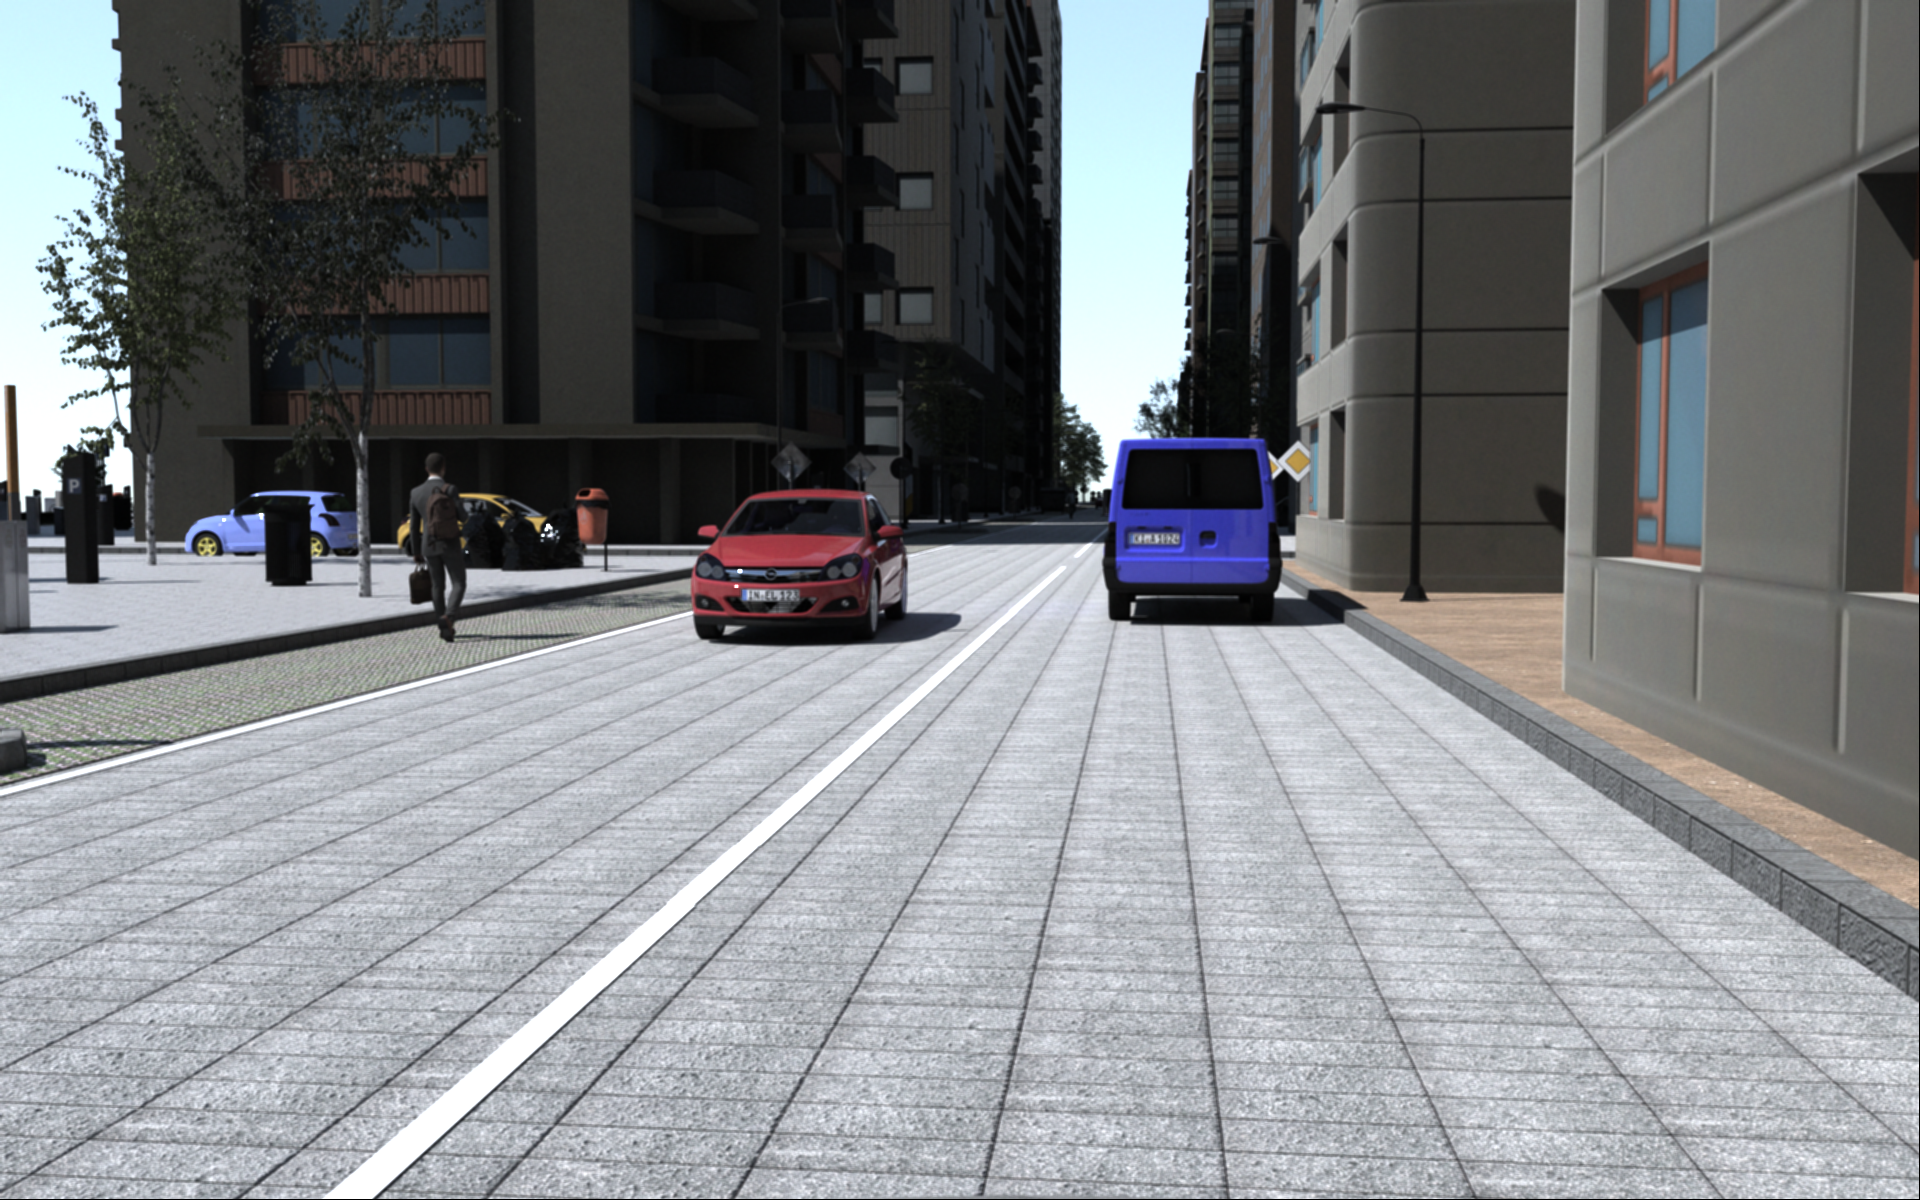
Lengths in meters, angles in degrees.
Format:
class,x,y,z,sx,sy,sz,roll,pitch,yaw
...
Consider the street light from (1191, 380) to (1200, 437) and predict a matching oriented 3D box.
class,x,y,z,sx,sy,sz,roll,pitch,yaw
street light,10.268,-5.988,70.448,1.470,5.913,1.316,0,4,6

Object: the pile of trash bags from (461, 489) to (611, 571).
class,x,y,z,sx,sy,sz,roll,pitch,yaw
pile of trash bags,-7.103,-1.211,29.558,3.447,1.369,1.912,3,5,41

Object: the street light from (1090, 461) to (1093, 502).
class,x,y,z,sx,sy,sz,roll,pitch,yaw
street light,16.832,-15.956,233.421,1.470,5.913,1.316,0,4,6

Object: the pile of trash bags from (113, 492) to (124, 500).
class,x,y,z,sx,sy,sz,roll,pitch,yaw
pile of trash bags,-43.421,-5.055,92.408,3.447,1.369,1.912,-3,5,-44

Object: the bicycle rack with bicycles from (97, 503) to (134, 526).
class,x,y,z,sx,sy,sz,roll,pitch,yaw
bicycle rack with bicycles,-34.182,-3.485,70.367,2.925,0.926,2.852,-1,4,-17

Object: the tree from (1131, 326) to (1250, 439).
class,x,y,z,sx,sy,sz,roll,pitch,yaw
tree,13.742,-9.946,97.021,8.767,10.594,7.601,0,4,7

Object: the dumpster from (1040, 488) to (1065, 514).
class,x,y,z,sx,sy,sz,roll,pitch,yaw
dumpster,6.609,-7.043,123.367,1.865,1.857,1.264,0,4,5

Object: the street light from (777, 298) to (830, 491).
class,x,y,z,sx,sy,sz,roll,pitch,yaw
street light,-3.773,-4.202,41.248,1.470,5.913,1.316,0,4,6

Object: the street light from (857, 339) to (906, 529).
class,x,y,z,sx,sy,sz,roll,pitch,yaw
street light,-2.519,-4.873,52.216,1.470,5.913,1.316,0,4,6

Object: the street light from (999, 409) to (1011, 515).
class,x,y,z,sx,sy,sz,roll,pitch,yaw
street light,1.974,-7.491,95.012,1.470,5.913,1.316,0,4,6

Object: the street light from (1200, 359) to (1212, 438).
class,x,y,z,sx,sy,sz,roll,pitch,yaw
street light,9.118,-5.332,59.725,1.470,5.913,1.316,0,4,6

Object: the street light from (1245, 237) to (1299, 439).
class,x,y,z,sx,sy,sz,roll,pitch,yaw
street light,5.985,-3.600,31.394,1.470,5.913,1.316,0,4,6

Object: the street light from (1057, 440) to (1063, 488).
class,x,y,z,sx,sy,sz,roll,pitch,yaw
street light,7.897,-10.857,150.058,1.470,5.913,1.316,0,4,6

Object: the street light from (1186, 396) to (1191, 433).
class,x,y,z,sx,sy,sz,roll,pitch,yaw
street light,11.530,-6.694,81.993,1.470,5.913,1.316,0,4,6

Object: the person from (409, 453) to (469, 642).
class,x,y,z,sx,sy,sz,roll,pitch,yaw
person,-5.083,-0.516,16.899,0.622,1.834,0.822,0,4,1

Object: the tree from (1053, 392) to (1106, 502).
class,x,y,z,sx,sy,sz,roll,pitch,yaw
tree,10.525,-16.798,192.766,7.486,12.596,7.792,0,3,0

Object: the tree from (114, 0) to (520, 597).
class,x,y,z,sx,sy,sz,roll,pitch,yaw
tree,-7.664,-4.340,21.317,4.360,8.622,3.978,0,3,0

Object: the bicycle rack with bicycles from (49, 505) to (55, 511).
class,x,y,z,sx,sy,sz,roll,pitch,yaw
bicycle rack with bicycles,-55.135,-5.812,108.401,2.925,0.926,2.852,-1,4,-16

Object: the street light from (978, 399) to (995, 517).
class,x,y,z,sx,sy,sz,roll,pitch,yaw
street light,0.901,-6.836,84.314,1.470,5.913,1.316,0,4,6

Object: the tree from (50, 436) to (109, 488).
class,x,y,z,sx,sy,sz,roll,pitch,yaw
tree,-29.345,-3.883,58.095,1.663,3.219,1.824,0,3,0

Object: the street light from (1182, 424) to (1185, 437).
class,x,y,z,sx,sy,sz,roll,pitch,yaw
street light,12.758,-7.348,92.675,1.470,5.913,1.316,0,4,6

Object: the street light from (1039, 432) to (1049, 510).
class,x,y,z,sx,sy,sz,roll,pitch,yaw
street light,5.654,-9.549,128.672,1.470,5.913,1.316,0,4,6

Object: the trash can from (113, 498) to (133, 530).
class,x,y,z,sx,sy,sz,roll,pitch,yaw
trash can,-30.001,-3.079,61.999,0.748,1.137,0.748,0,3,0

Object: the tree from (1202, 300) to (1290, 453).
class,x,y,z,sx,sy,sz,roll,pitch,yaw
tree,11.155,-7.114,66.682,4.737,8.622,4.395,0,3,0

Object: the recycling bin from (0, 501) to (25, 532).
class,x,y,z,sx,sy,sz,roll,pitch,yaw
recycling bin,-34.565,-3.072,62.777,0.722,1.027,0.722,0,4,0

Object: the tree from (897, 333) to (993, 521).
class,x,y,z,sx,sy,sz,roll,pitch,yaw
tree,-0.871,-7.836,78.488,4.737,8.622,4.395,0,3,0

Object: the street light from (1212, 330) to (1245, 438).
class,x,y,z,sx,sy,sz,roll,pitch,yaw
street light,7.948,-4.679,49.037,1.470,5.913,1.316,0,4,6

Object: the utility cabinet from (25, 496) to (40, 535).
class,x,y,z,sx,sy,sz,roll,pitch,yaw
utility cabinet,-29.582,-2.698,55.280,0.306,1.237,1.020,-1,4,-22

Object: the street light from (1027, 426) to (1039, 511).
class,x,y,z,sx,sy,sz,roll,pitch,yaw
street light,4.433,-8.883,117.776,1.470,5.913,1.316,0,4,6

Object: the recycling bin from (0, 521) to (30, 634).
class,x,y,z,sx,sy,sz,roll,pitch,yaw
recycling bin,-9.164,-0.218,16.113,0.722,1.027,0.722,-1,4,-10

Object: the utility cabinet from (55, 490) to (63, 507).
class,x,y,z,sx,sy,sz,roll,pitch,yaw
utility cabinet,-54.569,-5.914,105.375,0.318,1.500,1.173,0,4,1

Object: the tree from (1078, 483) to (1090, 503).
class,x,y,z,sx,sy,sz,roll,pitch,yaw
tree,18.913,-16.391,262.596,1.663,3.219,1.824,0,3,0

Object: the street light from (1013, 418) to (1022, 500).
class,x,y,z,sx,sy,sz,roll,pitch,yaw
street light,3.068,-8.145,105.708,1.470,5.913,1.316,0,4,6

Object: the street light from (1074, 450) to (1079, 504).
class,x,y,z,sx,sy,sz,roll,pitch,yaw
street light,11.593,-12.908,183.593,1.470,5.913,1.316,0,4,6

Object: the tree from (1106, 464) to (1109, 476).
class,x,y,z,sx,sy,sz,roll,pitch,yaw
tree,19.700,-21.647,272.049,7.486,12.596,7.792,0,3,0

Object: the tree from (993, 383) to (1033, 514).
class,x,y,z,sx,sy,sz,roll,pitch,yaw
tree,2.606,-9.932,112.756,4.737,8.622,4.395,0,3,0

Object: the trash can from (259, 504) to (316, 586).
class,x,y,z,sx,sy,sz,roll,pitch,yaw
trash can,-9.432,-0.775,24.319,0.748,1.137,0.748,0,3,0

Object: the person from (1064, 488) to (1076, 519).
class,x,y,z,sx,sy,sz,roll,pitch,yaw
person,6.372,-5.610,100.706,0.782,1.767,0.515,-3,4,-37

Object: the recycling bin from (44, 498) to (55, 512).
class,x,y,z,sx,sy,sz,roll,pitch,yaw
recycling bin,-61.186,-6.358,116.510,0.722,1.027,0.722,-2,4,-26

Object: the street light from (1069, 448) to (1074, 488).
class,x,y,z,sx,sy,sz,roll,pitch,yaw
street light,10.402,-12.255,172.907,1.470,5.913,1.316,0,4,6

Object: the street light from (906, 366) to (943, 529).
class,x,y,z,sx,sy,sz,roll,pitch,yaw
street light,-1.500,-5.529,62.944,1.470,5.913,1.316,0,4,6

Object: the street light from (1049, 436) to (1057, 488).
class,x,y,z,sx,sy,sz,roll,pitch,yaw
street light,6.801,-10.203,139.362,1.470,5.913,1.316,0,4,6

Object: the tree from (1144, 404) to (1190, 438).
class,x,y,z,sx,sy,sz,roll,pitch,yaw
tree,24.907,-16.593,197.050,9.928,11.665,9.643,0,3,0

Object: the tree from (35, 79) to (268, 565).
class,x,y,z,sx,sy,sz,roll,pitch,yaw
tree,-14.691,-4.949,31.271,4.737,8.622,4.395,0,3,0

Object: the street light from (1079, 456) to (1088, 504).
class,x,y,z,sx,sy,sz,roll,pitch,yaw
street light,14.604,-14.595,211.172,1.470,5.913,1.316,0,4,6

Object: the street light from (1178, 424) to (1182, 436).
class,x,y,z,sx,sy,sz,roll,pitch,yaw
street light,14.920,-8.668,114.259,1.470,5.913,1.316,0,4,6

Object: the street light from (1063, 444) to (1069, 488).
class,x,y,z,sx,sy,sz,roll,pitch,yaw
street light,9.186,-11.580,161.868,1.470,5.913,1.316,0,4,6

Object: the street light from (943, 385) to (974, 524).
class,x,y,z,sx,sy,sz,roll,pitch,yaw
street light,-0.226,-6.182,73.621,1.470,5.913,1.316,0,4,6
